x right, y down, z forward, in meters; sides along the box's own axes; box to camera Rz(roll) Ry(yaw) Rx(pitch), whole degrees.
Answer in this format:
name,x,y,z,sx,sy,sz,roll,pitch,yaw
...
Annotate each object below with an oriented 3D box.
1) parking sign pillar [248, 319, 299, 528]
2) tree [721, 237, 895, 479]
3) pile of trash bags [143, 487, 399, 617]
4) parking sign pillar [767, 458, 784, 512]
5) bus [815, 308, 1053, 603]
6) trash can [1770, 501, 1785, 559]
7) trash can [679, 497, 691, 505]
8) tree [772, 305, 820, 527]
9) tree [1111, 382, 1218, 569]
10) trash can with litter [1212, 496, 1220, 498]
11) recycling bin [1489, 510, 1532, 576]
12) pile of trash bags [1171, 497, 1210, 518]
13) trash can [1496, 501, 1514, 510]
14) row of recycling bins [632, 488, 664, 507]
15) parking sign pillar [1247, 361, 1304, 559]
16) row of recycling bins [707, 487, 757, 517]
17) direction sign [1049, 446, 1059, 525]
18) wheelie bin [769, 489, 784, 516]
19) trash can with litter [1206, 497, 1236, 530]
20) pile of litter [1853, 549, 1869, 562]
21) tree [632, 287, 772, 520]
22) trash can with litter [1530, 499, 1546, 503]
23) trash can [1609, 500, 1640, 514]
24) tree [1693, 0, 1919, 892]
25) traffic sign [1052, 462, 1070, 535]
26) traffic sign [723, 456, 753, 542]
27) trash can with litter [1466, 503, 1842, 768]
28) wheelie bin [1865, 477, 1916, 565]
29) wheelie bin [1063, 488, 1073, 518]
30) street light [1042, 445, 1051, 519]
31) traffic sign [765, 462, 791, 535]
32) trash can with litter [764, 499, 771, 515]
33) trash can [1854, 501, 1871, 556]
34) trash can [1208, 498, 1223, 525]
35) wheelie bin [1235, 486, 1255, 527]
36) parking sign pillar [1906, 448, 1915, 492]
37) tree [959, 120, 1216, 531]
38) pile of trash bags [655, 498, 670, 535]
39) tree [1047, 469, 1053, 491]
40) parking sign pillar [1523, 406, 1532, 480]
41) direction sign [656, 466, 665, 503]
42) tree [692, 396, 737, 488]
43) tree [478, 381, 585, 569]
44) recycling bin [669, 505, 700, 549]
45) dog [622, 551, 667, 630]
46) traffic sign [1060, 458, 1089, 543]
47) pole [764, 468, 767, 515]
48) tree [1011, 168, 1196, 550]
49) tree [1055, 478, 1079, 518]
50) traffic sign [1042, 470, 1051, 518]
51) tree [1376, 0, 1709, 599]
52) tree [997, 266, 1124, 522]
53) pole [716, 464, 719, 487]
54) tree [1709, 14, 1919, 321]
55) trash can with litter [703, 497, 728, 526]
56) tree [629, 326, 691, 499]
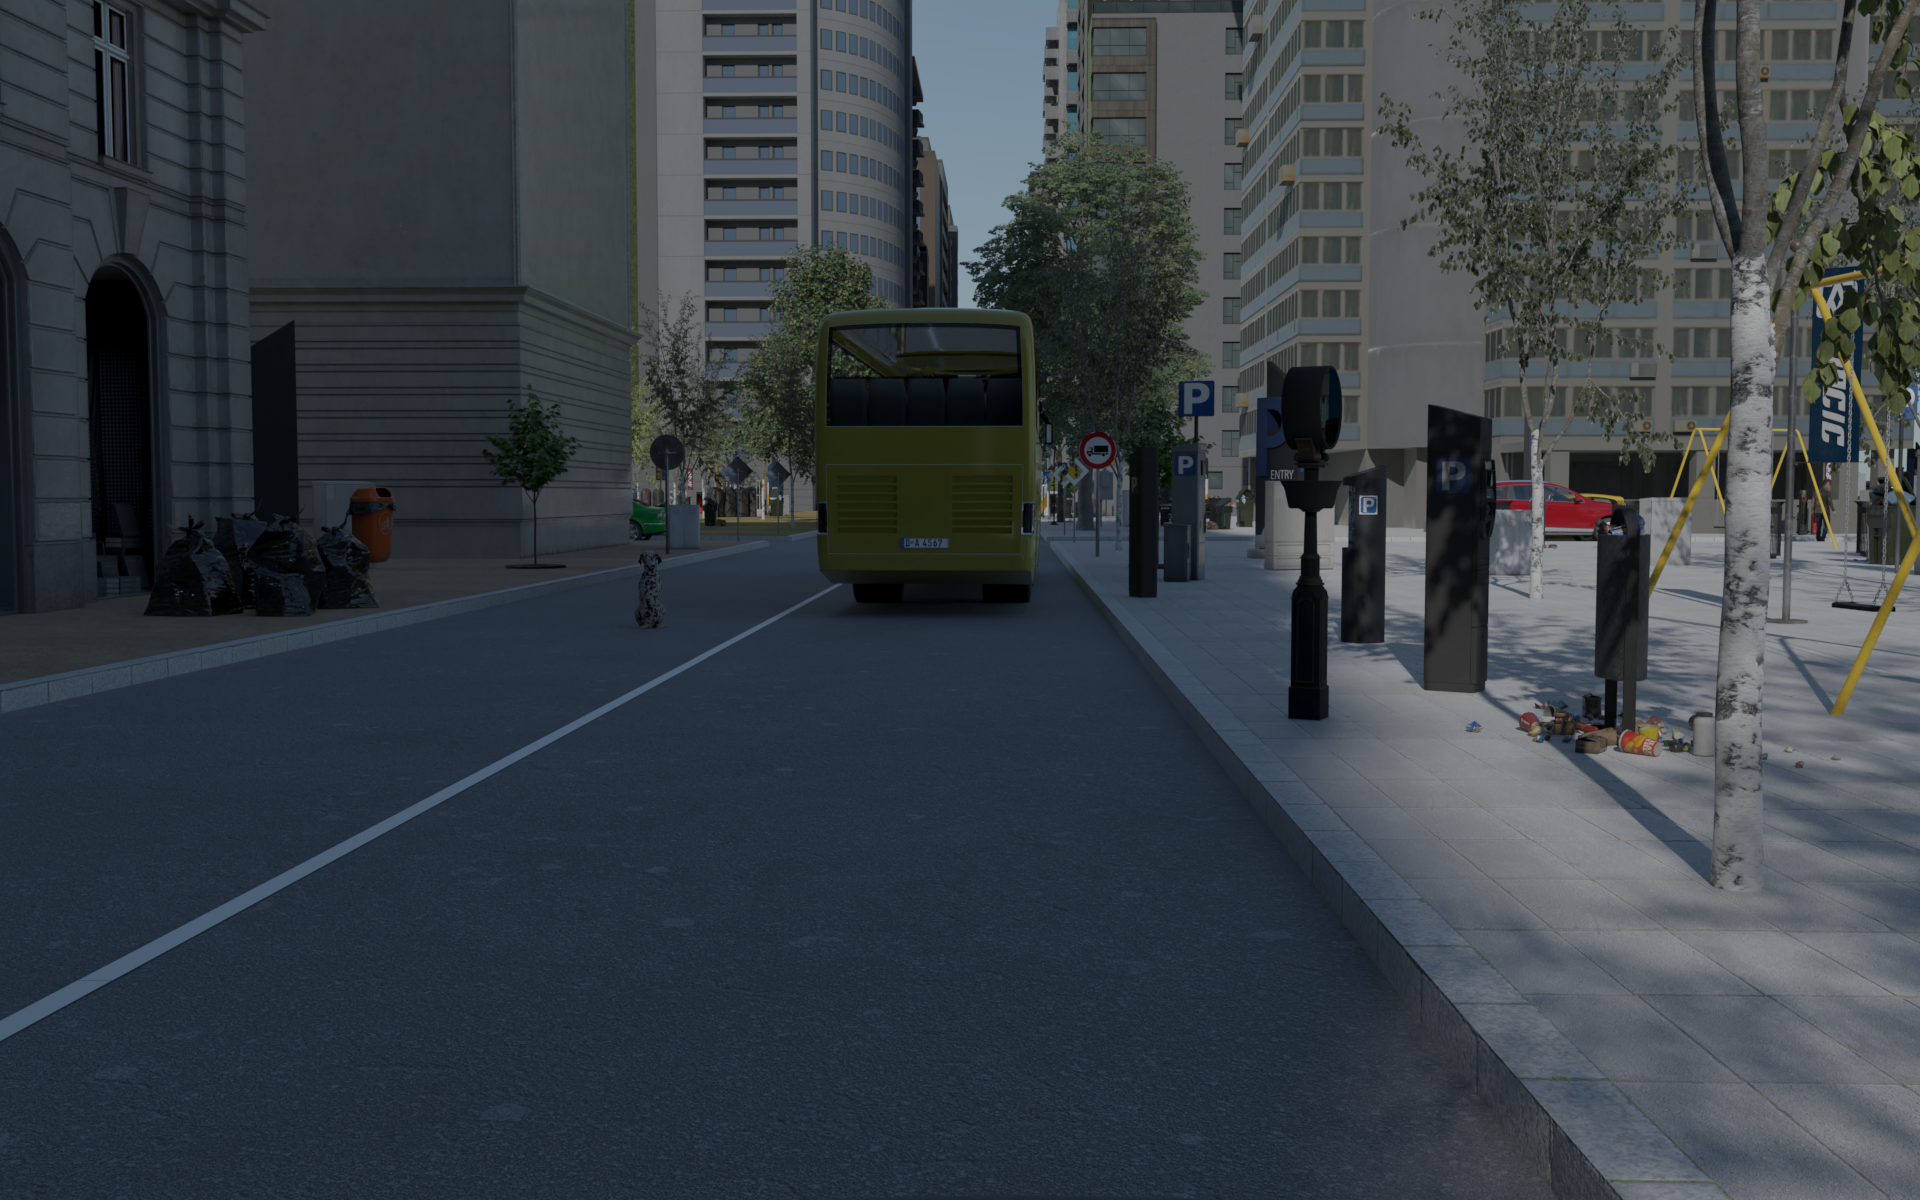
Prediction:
name,x,y,z,sx,sy,sz,roll,pitch,yaw
parking sign pillar,-10.927,-2.341,26.743,1.447,3.967,1.447,-1,4,-23
tree,-5.909,-9.818,77.528,9.611,12.733,9.660,0,3,0
pile of trash bags,-7.458,-0.605,19.642,1.912,1.369,3.447,1,4,13
parking sign pillar,-12.751,-8.046,120.022,1.447,3.967,1.447,-3,4,-38
bus,-0.076,-2.092,25.743,2.896,3.916,12.252,0,4,3
trash can,15.972,-1.390,34.377,0.748,1.137,0.748,0,3,0
trash can,-15.500,-5.260,97.658,0.748,1.137,0.748,0,3,0
tree,-6.400,-7.210,68.245,4.360,8.622,3.978,0,3,0
tree,3.369,-2.174,30.152,1.663,3.219,1.824,0,3,0
trash can with litter,10.897,-3.967,75.919,2.233,1.210,1.678,-3,5,-45
recycling bin,8.772,-0.920,27.592,0.722,1.027,0.722,0,4,-4
pile of trash bags,12.669,-5.089,92.960,3.447,1.369,1.912,0,4,-7
trash can,11.345,-1.534,36.733,0.748,1.137,0.748,0,3,0
row of recycling bins,-23.151,-7.214,125.062,3.534,1.692,1.069,-1,4,-21
parking sign pillar,6.483,-2.821,34.595,1.447,3.967,1.447,-2,4,-30
row of recycling bins,-12.574,-5.458,96.356,1.069,1.692,3.534,3,4,39
direction sign,3.899,-4.877,71.729,0.379,3.537,0.876,0,4,0
wheelie bin,-10.522,-5.595,99.383,0.980,1.594,0.693,2,4,35
trash can with litter,9.360,-3.118,62.363,1.055,1.170,0.624,-2,4,-30
pile of litter,17.912,-1.176,33.190,1.719,0.858,1.176,0,4,-5
tree,-9.780,-6.831,62.056,4.360,8.622,3.978,0,3,0
trash can with litter,13.366,-1.836,41.075,2.233,1.210,1.678,-3,4,-36
trash can,15.314,-1.725,39.852,0.748,1.137,0.748,0,3,0
tree,2.756,-3.360,5.299,4.737,8.622,4.395,0,3,0
traffic sign,3.237,-3.056,53.603,0.795,2.450,0.064,0,4,2
traffic sign,-5.880,-2.584,45.893,0.795,2.450,0.064,0,4,2
trash can with litter,3.574,0.110,9.256,1.678,1.210,2.233,1,4,11
wheelie bin,16.872,-1.435,31.366,0.693,1.594,0.980,-1,4,-15
wheelie bin,5.501,-5.103,91.344,0.693,1.594,0.980,3,5,44
street light,4.620,-7.129,89.342,0.468,5.910,1.993,0,4,2
traffic sign,-5.653,-3.072,53.875,0.795,2.450,0.064,0,4,2
trash can with litter,-12.035,-5.844,106.934,1.055,1.170,0.624,-2,4,-25
trash can,18.865,-1.476,35.782,0.748,1.137,0.748,0,3,0
trash can,9.643,-3.248,64.754,0.748,1.137,0.748,0,3,0
wheelie bin,11.060,-3.623,67.152,0.693,1.594,0.980,0,4,-2
parking sign pillar,51.702,-6.413,93.322,1.447,3.967,1.447,2,4,31
tree,4.509,-9.427,60.794,9.857,13.997,8.962,0,3,0
pile of trash bags,-10.567,-2.753,54.772,3.447,1.369,1.912,1,4,17
tree,5.339,-7.082,110.398,1.663,3.219,1.824,0,3,0
parking sign pillar,17.696,-3.988,53.679,1.447,3.967,1.447,1,4,20
direction sign,-17.025,-6.519,98.586,0.379,3.537,0.876,2,4,29
tree,-17.891,-10.691,125.155,4.737,8.622,4.395,0,3,0
tree,-7.513,-2.165,30.002,1.663,3.219,1.824,0,3,0
recycling bin,-6.466,-1.714,40.578,0.722,1.027,0.722,-1,4,-9
dog,-3.417,-0.104,18.544,0.513,0.831,0.800,2,4,31
traffic sign,3.010,-2.568,45.621,0.795,2.450,0.064,0,4,2
pole,-12.211,-7.009,108.442,0.158,3.312,0.155,0,3,0
tree,3.527,-5.452,39.511,4.360,8.622,3.978,0,3,0
tree,6.188,-6.029,93.179,1.663,3.219,1.824,0,3,0
traffic sign,4.419,-5.598,91.635,0.768,2.556,0.104,1,4,10
tree,7.025,-4.305,20.754,4.360,8.622,3.978,0,3,0
tree,4.420,-9.346,78.558,9.928,11.665,9.643,0,3,0
pole,-16.297,-7.491,116.313,0.158,3.312,0.155,0,3,0
tree,12.876,-4.425,22.718,4.360,8.622,3.978,0,3,0
trash can with litter,-9.724,-3.521,68.962,1.055,1.170,0.624,2,4,29
tree,-14.695,-7.601,74.638,4.737,8.622,4.395,0,3,0
